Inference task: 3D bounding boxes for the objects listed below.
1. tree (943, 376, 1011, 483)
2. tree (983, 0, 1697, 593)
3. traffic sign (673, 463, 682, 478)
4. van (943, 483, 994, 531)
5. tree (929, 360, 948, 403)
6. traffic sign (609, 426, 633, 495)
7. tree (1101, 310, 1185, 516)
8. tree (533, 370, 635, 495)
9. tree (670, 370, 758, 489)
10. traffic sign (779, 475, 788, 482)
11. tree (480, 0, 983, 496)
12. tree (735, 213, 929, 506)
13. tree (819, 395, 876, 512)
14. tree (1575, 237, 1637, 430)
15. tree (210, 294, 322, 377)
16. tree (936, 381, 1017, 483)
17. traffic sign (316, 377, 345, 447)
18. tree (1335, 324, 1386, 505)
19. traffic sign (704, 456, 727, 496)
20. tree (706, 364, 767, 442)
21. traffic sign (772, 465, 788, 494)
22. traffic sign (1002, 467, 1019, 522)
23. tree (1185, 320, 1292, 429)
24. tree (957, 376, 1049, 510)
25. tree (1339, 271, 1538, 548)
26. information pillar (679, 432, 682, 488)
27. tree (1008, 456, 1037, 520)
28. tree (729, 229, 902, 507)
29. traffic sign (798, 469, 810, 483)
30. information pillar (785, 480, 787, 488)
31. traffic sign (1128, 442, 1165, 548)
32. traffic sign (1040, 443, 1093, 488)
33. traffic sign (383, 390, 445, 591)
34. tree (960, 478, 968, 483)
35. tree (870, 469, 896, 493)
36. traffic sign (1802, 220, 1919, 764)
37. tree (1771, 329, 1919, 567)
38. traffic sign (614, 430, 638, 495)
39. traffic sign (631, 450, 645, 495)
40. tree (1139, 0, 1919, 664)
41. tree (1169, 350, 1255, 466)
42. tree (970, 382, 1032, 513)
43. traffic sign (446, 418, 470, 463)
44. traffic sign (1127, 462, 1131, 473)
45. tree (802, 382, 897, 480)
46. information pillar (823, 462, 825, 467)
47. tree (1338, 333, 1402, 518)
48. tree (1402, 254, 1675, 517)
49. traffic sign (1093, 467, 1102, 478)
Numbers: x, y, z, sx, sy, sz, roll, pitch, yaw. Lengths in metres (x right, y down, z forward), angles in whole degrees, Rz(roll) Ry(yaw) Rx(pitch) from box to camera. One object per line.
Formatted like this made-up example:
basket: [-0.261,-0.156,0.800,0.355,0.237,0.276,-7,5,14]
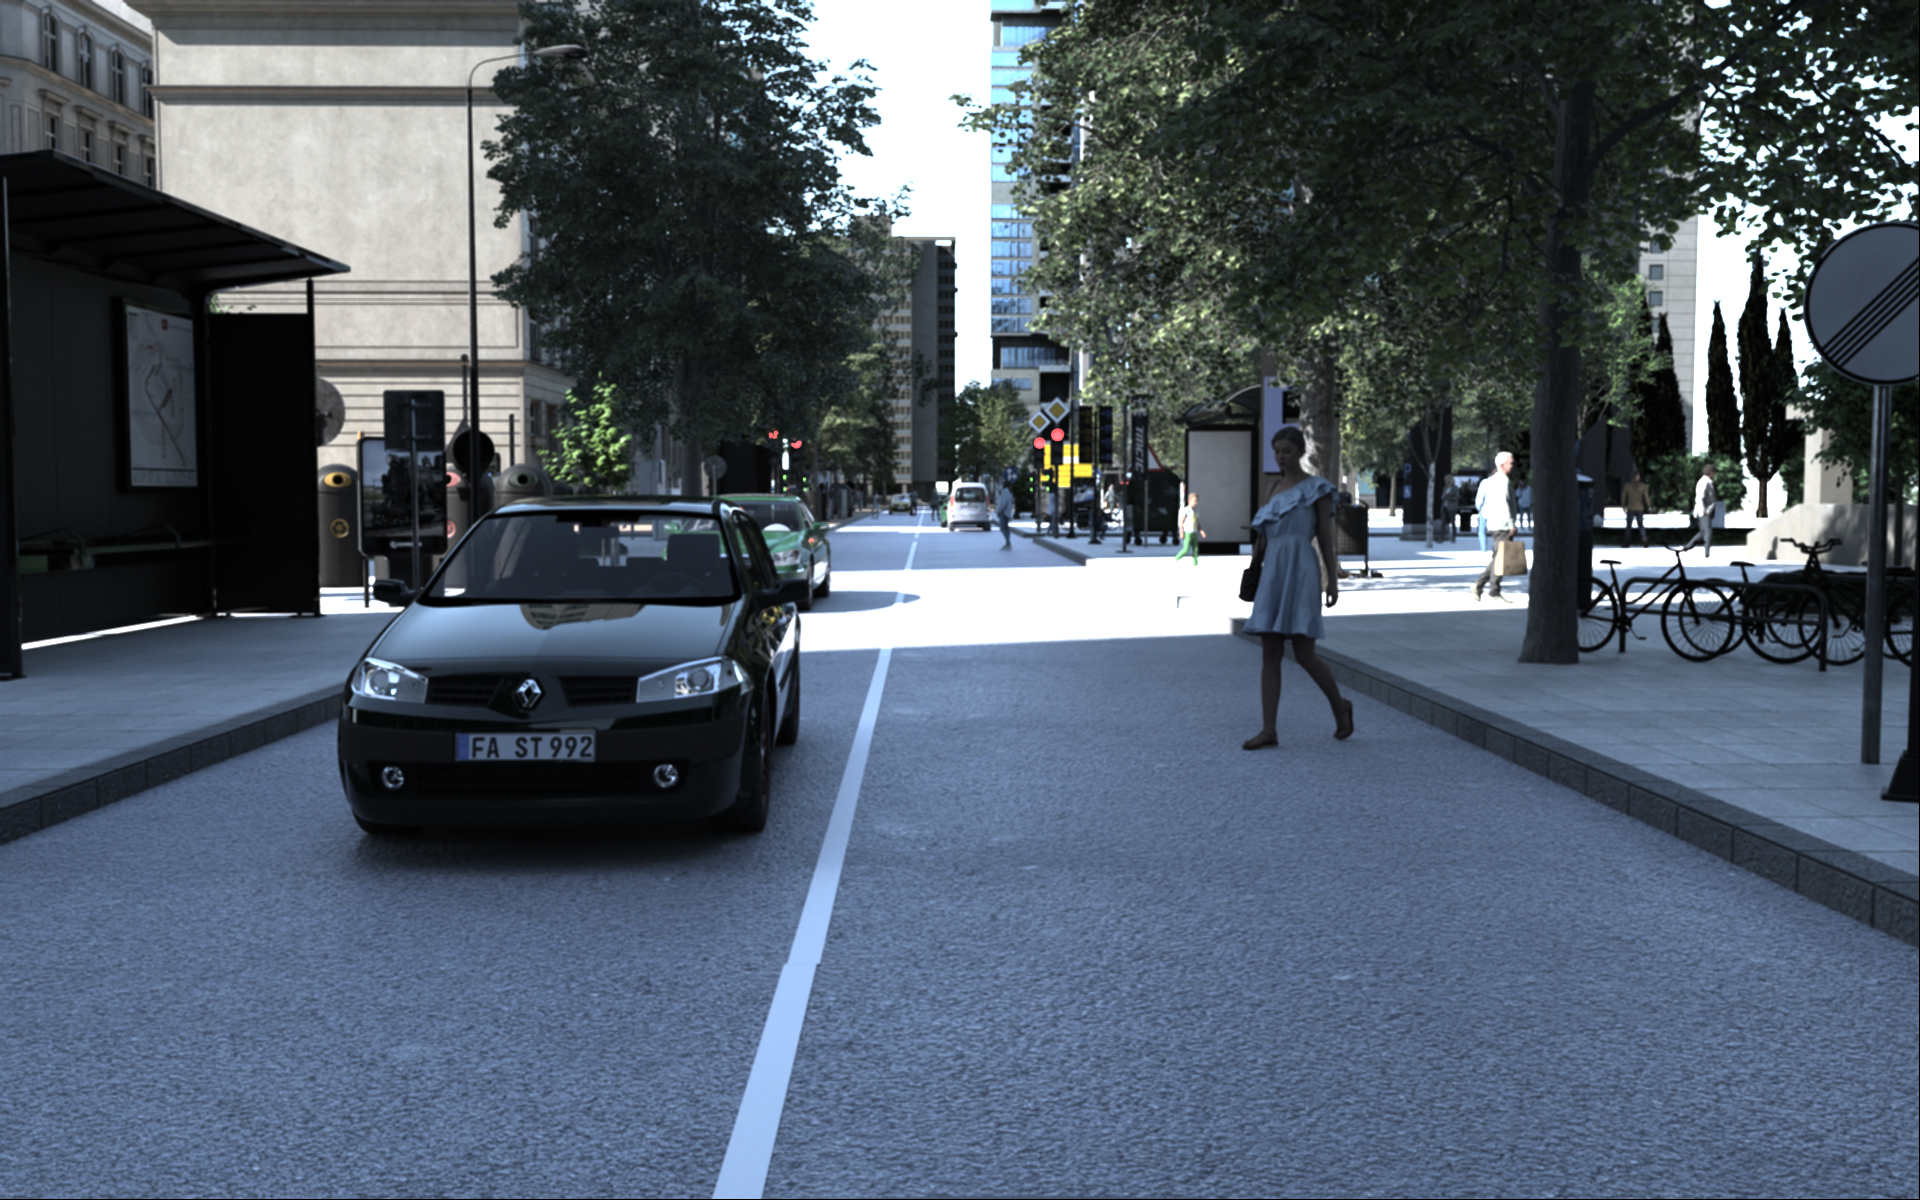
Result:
tree: [1.885,-15.248,167.429,7.486,12.596,7.792,0,3,0]
tree: [4.753,-7.080,22.418,9.857,13.997,8.962,0,3,0]
traffic sign: [-9.268,-3.587,58.647,0.884,2.594,0.081,0,3,0]
van: [0.350,-3.738,68.129,2.013,2.044,4.112,0,4,-1]
tree: [-7.416,-20.433,189.972,12.611,20.169,13.585,0,3,0]
traffic sign: [-6.098,-1.848,30.322,0.768,2.556,0.104,0,4,7]
tree: [7.965,-7.306,69.813,4.360,8.622,3.978,0,3,0]
tree: [-5.526,-1.983,27.029,1.663,3.219,1.824,0,3,0]
tree: [-11.574,-8.094,82.697,4.737,8.622,4.395,0,3,0]
traffic sign: [-9.958,-5.968,97.689,0.768,2.556,0.104,0,4,8]
tree: [-6.070,-8.136,39.686,9.857,13.997,8.962,0,3,0]
tree: [-9.100,-15.596,110.879,12.611,20.169,13.585,0,3,0]
tree: [-7.808,-10.412,120.600,4.360,8.622,3.978,0,3,0]
tree: [16.582,-5.949,47.622,4.360,8.622,3.978,0,3,0]
tree: [-11.565,-2.618,26.512,4.285,4.588,4.351,0,3,0]
tree: [1.471,-14.190,157.759,9.928,11.665,9.643,0,3,0]
traffic sign: [-7.048,-1.145,18.825,0.768,2.556,0.104,0,4,7]
tree: [16.092,-7.482,72.686,4.737,8.622,4.395,0,3,0]
traffic sign: [-8.123,-3.506,57.430,0.768,2.556,0.104,0,4,4]
tree: [-11.728,-8.427,88.144,4.360,8.622,3.978,0,3,0]
traffic sign: [-7.109,-4.144,67.765,0.884,2.594,0.081,0,4,5]
traffic sign: [2.342,-4.893,80.111,0.768,2.556,0.104,0,4,4]
tree: [10.805,-6.811,61.724,4.360,8.622,3.978,0,3,0]
tree: [3.153,-12.369,136.647,7.601,10.594,8.767,1,4,23]
tree: [11.146,-5.558,41.228,4.360,8.622,3.978,0,3,0]
information pillar: [-9.531,-4.189,59.850,0.183,3.616,0.504,-3,5,-43]
tree: [3.631,-6.243,96.669,1.663,3.219,1.824,0,3,0]
tree: [-6.526,-9.554,74.329,7.486,12.596,7.792,0,3,0]
traffic sign: [-7.829,-5.260,86.105,0.768,2.556,0.104,0,4,4]
information pillar: [-8.629,-4.911,84.791,0.304,2.012,0.304,0,4,6]
traffic sign: [4.449,-2.532,41.398,0.884,2.594,0.081,0,4,3]
traffic sign: [4.213,-4.632,69.599,2.265,3.308,0.079,0,4,2]
traffic sign: [-5.380,-0.916,17.102,0.606,2.300,0.079,0,4,3]
tree: [0.610,-12.672,201.790,1.663,3.219,1.824,0,3,0]
tree: [-9.070,-13.568,205.553,4.285,4.588,4.351,0,3,0]
traffic sign: [4.344,-0.494,8.185,0.768,2.556,0.104,0,4,7]
tree: [13.470,-2.521,24.927,4.285,4.588,4.351,0,3,0]
traffic sign: [-6.185,-1.901,31.184,0.768,2.556,0.104,0,4,-1]
traffic sign: [-9.211,-2.969,48.642,0.768,2.556,0.104,0,4,8]
tree: [4.917,-5.805,13.037,7.486,12.596,7.792,0,3,0]
tree: [15.353,-9.793,94.525,7.601,10.594,8.767,0,4,2]
tree: [2.510,-10.035,114.436,4.737,8.622,4.395,0,3,0]
traffic sign: [-8.520,-1.822,29.788,0.884,2.594,0.081,0,4,0]
traffic sign: [6.571,-3.918,64.171,0.768,2.556,0.104,0,4,4]
tree: [-8.648,-12.146,132.993,8.767,10.594,7.601,1,4,21]
information pillar: [-9.944,-8.271,126.591,0.183,3.616,0.504,0,4,1]
tree: [23.795,-10.346,94.910,9.928,11.665,9.643,0,3,0]
tree: [25.254,-8.875,70.854,9.928,11.665,9.643,0,3,0]
traffic sign: [6.263,-4.970,81.373,0.768,2.556,0.104,0,4,0]
